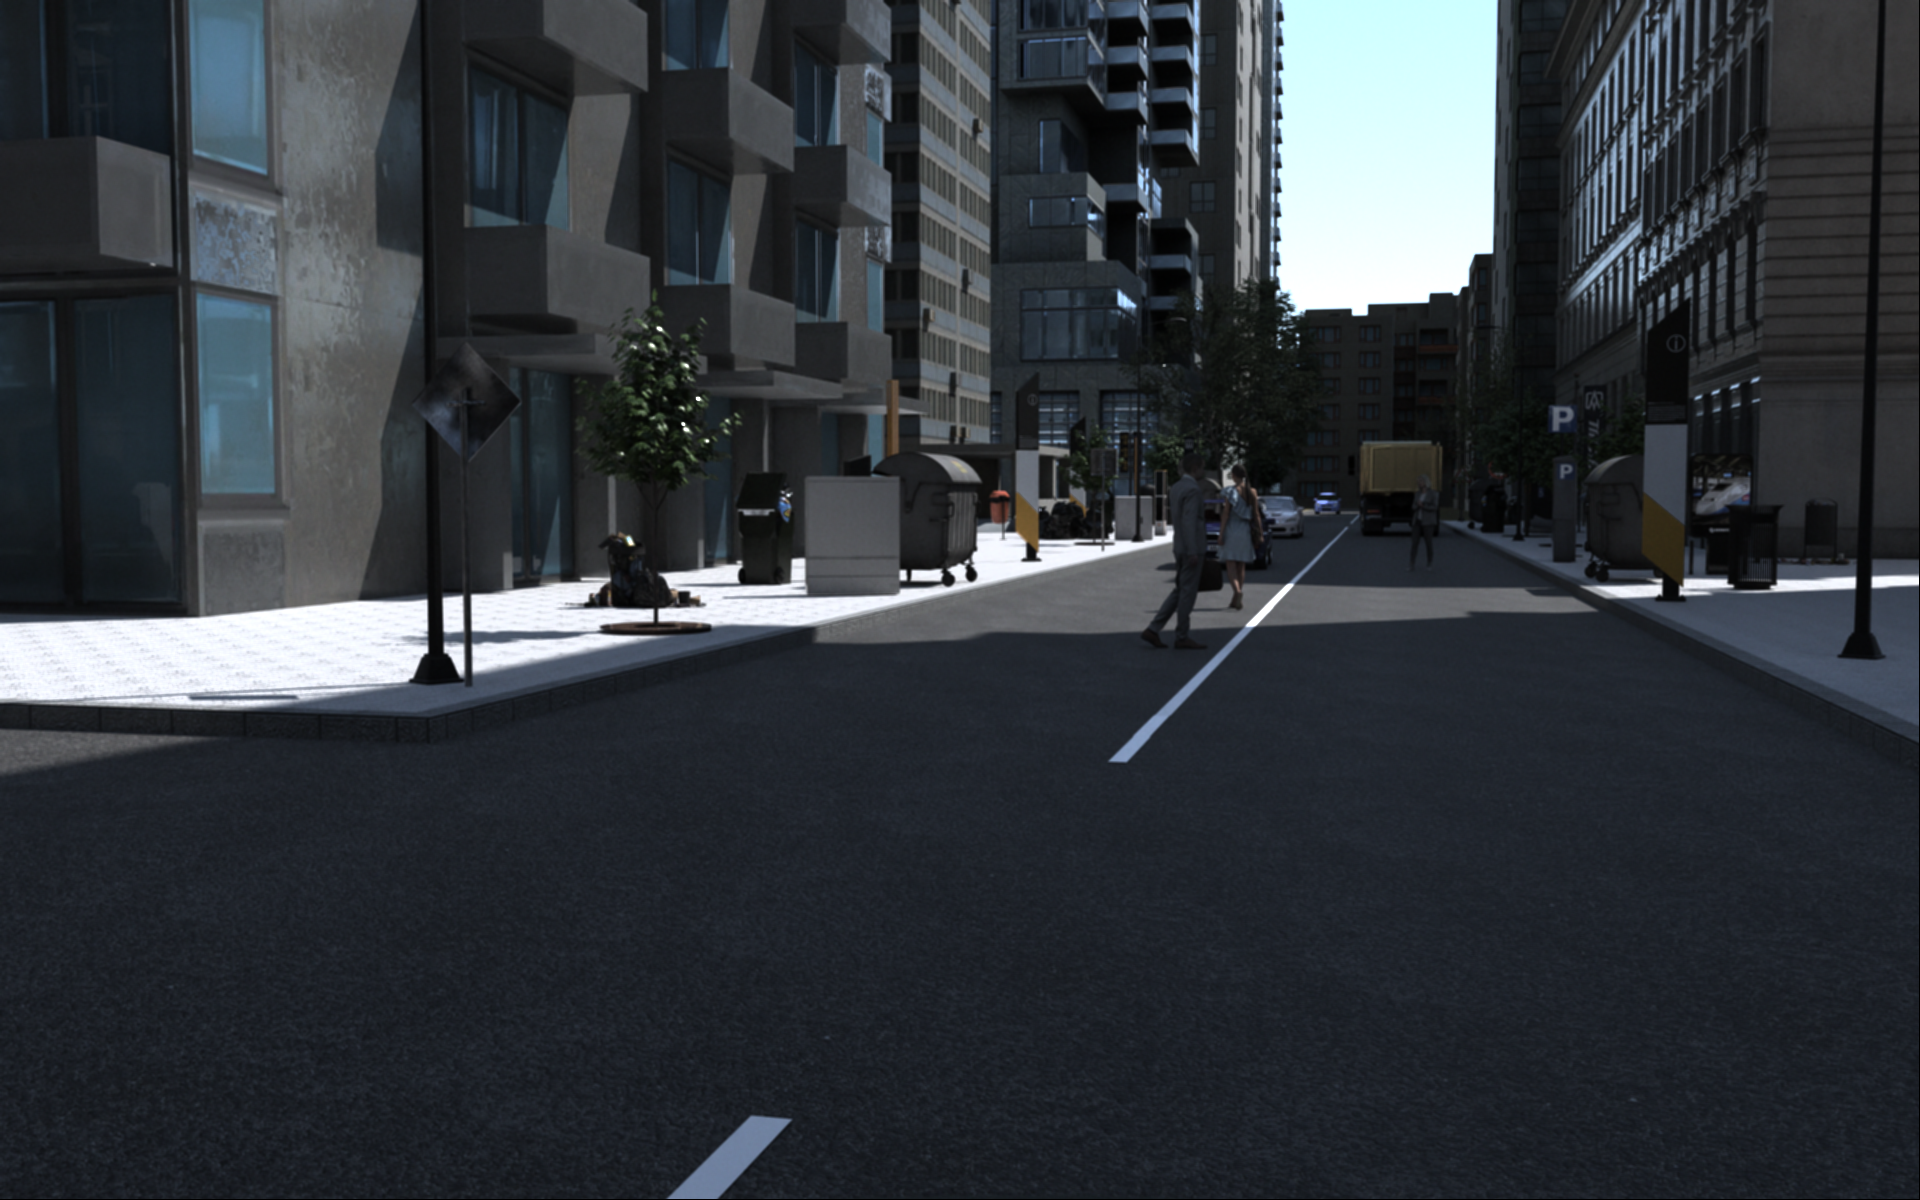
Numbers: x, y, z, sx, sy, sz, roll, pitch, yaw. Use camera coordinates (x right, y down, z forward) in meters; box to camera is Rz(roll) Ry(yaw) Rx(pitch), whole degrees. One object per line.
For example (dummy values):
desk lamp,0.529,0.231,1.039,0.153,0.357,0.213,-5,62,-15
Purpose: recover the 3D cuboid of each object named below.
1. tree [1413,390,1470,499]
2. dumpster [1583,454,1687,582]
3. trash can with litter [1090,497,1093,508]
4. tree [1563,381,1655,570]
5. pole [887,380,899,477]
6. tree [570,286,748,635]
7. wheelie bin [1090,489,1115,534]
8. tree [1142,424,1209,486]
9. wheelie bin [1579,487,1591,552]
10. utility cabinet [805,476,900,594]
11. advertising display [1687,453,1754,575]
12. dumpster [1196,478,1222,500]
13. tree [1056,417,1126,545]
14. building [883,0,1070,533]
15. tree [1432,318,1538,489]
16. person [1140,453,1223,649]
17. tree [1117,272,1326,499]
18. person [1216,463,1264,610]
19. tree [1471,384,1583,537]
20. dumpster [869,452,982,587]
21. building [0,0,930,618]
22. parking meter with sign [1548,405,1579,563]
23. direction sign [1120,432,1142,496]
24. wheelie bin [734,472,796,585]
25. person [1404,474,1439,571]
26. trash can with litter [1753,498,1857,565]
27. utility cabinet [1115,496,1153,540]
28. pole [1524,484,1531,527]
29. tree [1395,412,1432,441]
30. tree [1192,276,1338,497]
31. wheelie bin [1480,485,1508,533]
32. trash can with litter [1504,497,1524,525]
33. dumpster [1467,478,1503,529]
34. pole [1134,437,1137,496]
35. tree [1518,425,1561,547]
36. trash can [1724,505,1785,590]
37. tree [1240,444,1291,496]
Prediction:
tree,33.995,-10.554,122.916,4.360,8.622,3.978,0,3,0
dumpster,9.985,-1.217,25.652,1.264,1.857,1.865,1,4,13
trash can with litter,6.390,-4.182,79.768,0.624,1.170,1.055,-1,4,-22
tree,11.502,-2.152,29.791,1.663,3.219,1.824,0,3,0
pole,-1.206,-2.279,31.112,0.158,3.312,0.155,0,3,0
tree,-2.739,-1.321,16.202,1.663,3.219,1.824,0,3,0
wheelie bin,4.618,-2.956,56.240,0.693,1.594,0.980,-1,4,-22
tree,10.127,-5.947,80.950,4.285,4.588,4.351,0,3,0
wheelie bin,14.265,-1.871,38.499,0.980,1.594,0.693,2,4,34
utility cabinet,-1.369,-0.814,21.991,1.173,1.500,0.318,-1,4,-10
advertising display,12.054,-1.361,27.473,0.974,1.923,0.123,0,4,2
dumpster,8.991,-3.563,64.014,1.264,1.857,1.865,1,4,14
tree,3.404,-3.012,43.843,1.663,3.219,1.824,0,3,0
building,-12.060,-22.944,67.017,32.217,40.220,23.993,1,4,14
tree,22.434,-7.525,73.402,4.737,8.622,4.395,0,3,0
person,2.118,-0.454,16.038,0.853,1.813,0.709,-1,4,-15
tree,10.915,-8.416,72.018,8.767,10.594,7.601,0,4,-1
person,3.495,-0.791,21.532,0.616,1.811,0.778,0,4,-3
tree,17.159,-4.178,52.019,4.285,4.588,4.351,0,3,0
dumpster,-0.494,-1.159,24.709,1.264,1.857,1.865,1,4,14
building,-14.174,-25.167,31.085,23.786,49.044,30.456,1,4,14
parking meter with sign,11.557,-2.257,33.161,0.543,3.016,1.738,1,4,16
direction sign,6.202,-4.338,62.922,0.876,3.537,0.379,2,4,30
wheelie bin,-2.777,-1.028,24.713,0.980,1.594,0.693,1,4,22
person,8.656,-1.447,32.349,0.526,1.800,0.537,-3,4,-37
trash can with litter,15.403,-1.274,31.892,2.233,1.210,1.678,1,4,20
utility cabinet,4.838,-2.267,48.221,1.020,1.237,0.306,0,4,-6
pole,20.945,-4.283,63.874,0.158,3.312,0.155,0,3,0
tree,40.225,-12.250,150.653,4.737,8.622,4.395,0,3,0
tree,15.913,-10.544,90.514,7.486,12.596,7.792,0,3,0
wheelie bin,17.712,-3.026,57.377,0.980,1.594,0.693,-3,4,-37
trash can with litter,22.728,-3.678,71.518,1.055,1.170,0.624,-2,4,-31
dumpster,19.342,-3.544,63.695,1.264,1.857,1.865,1,4,14
pole,6.351,-4.182,62.222,0.158,3.312,0.155,0,3,0
tree,14.745,-2.908,42.148,1.663,3.219,1.824,0,3,0
trash can,10.709,-0.718,23.386,0.748,1.137,0.748,0,3,0
tree,18.332,-7.420,105.037,4.285,4.588,4.351,0,3,0
